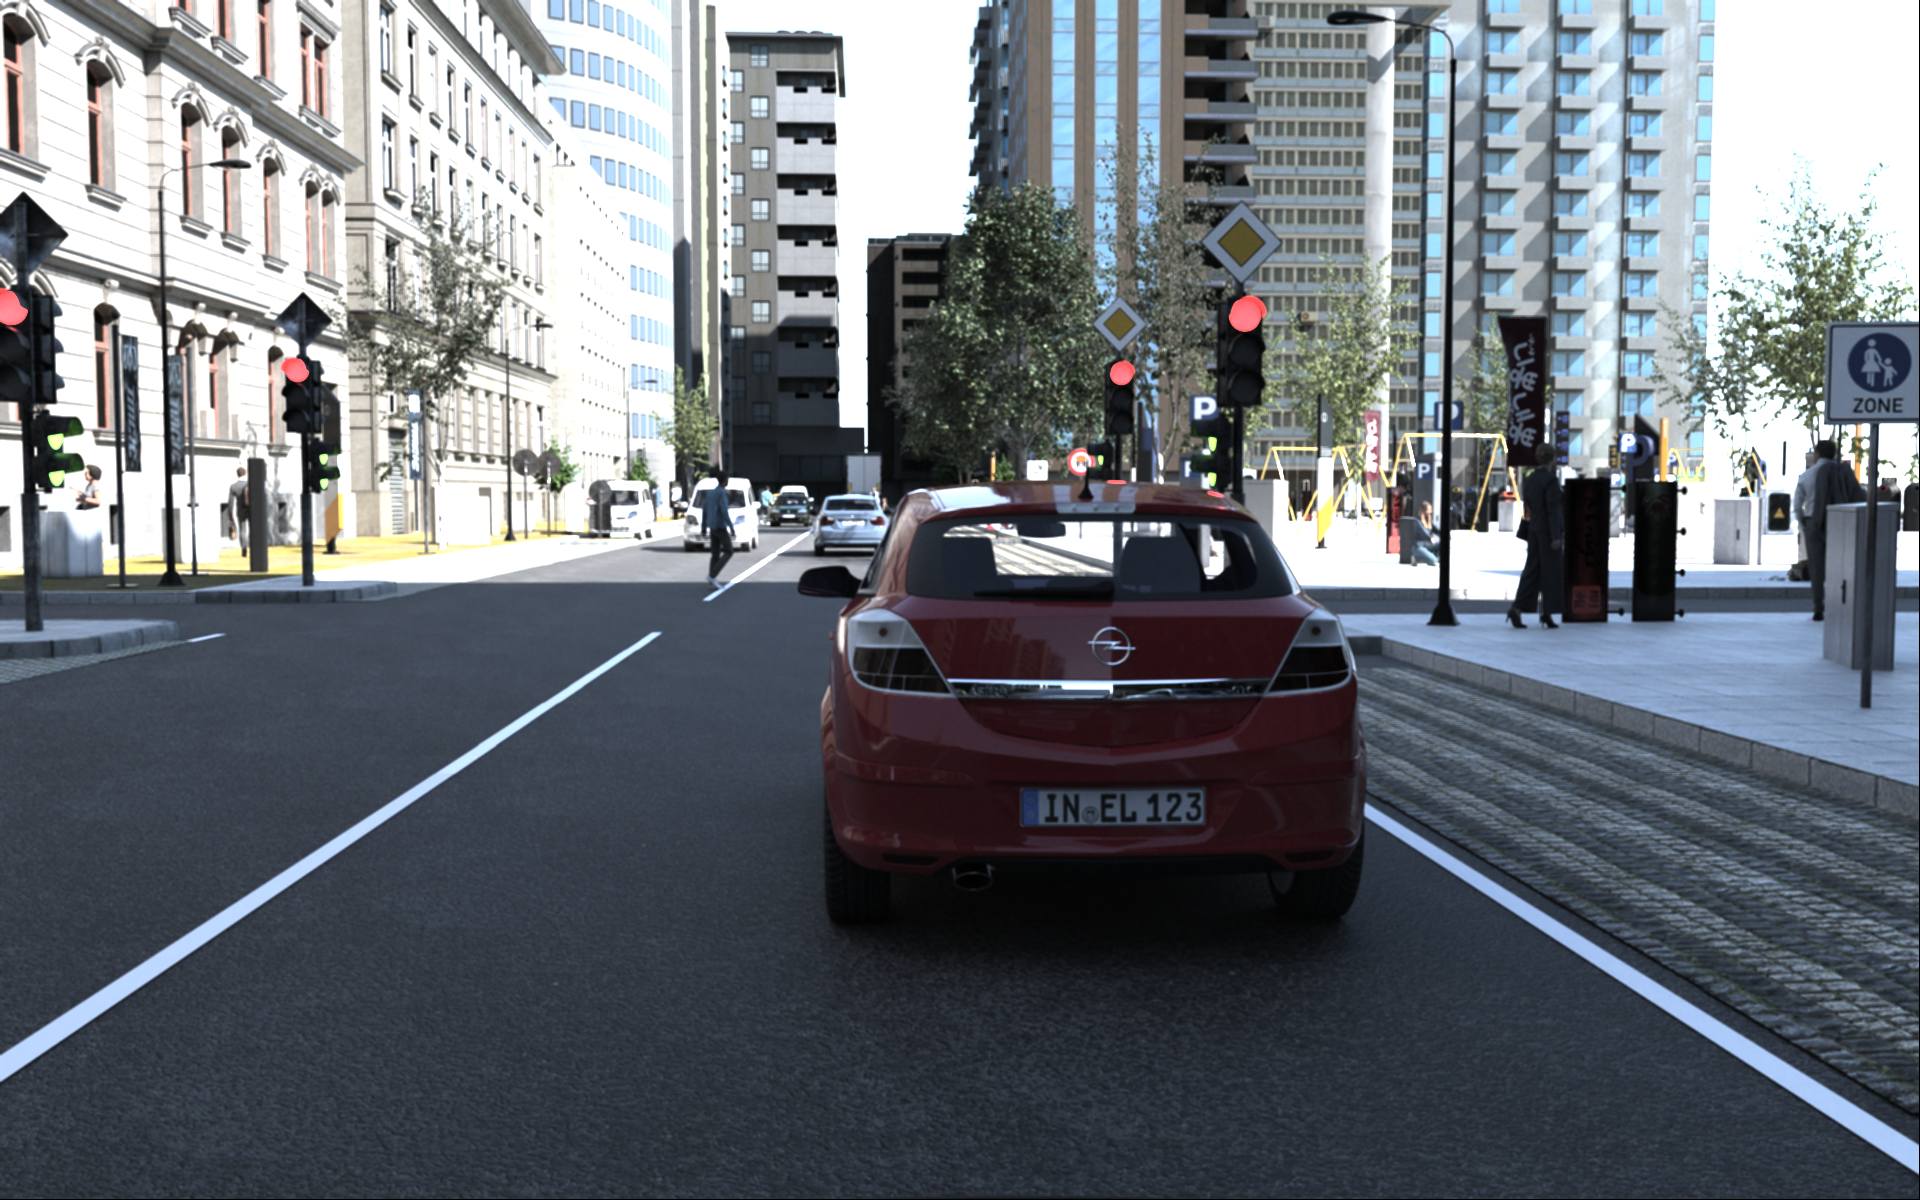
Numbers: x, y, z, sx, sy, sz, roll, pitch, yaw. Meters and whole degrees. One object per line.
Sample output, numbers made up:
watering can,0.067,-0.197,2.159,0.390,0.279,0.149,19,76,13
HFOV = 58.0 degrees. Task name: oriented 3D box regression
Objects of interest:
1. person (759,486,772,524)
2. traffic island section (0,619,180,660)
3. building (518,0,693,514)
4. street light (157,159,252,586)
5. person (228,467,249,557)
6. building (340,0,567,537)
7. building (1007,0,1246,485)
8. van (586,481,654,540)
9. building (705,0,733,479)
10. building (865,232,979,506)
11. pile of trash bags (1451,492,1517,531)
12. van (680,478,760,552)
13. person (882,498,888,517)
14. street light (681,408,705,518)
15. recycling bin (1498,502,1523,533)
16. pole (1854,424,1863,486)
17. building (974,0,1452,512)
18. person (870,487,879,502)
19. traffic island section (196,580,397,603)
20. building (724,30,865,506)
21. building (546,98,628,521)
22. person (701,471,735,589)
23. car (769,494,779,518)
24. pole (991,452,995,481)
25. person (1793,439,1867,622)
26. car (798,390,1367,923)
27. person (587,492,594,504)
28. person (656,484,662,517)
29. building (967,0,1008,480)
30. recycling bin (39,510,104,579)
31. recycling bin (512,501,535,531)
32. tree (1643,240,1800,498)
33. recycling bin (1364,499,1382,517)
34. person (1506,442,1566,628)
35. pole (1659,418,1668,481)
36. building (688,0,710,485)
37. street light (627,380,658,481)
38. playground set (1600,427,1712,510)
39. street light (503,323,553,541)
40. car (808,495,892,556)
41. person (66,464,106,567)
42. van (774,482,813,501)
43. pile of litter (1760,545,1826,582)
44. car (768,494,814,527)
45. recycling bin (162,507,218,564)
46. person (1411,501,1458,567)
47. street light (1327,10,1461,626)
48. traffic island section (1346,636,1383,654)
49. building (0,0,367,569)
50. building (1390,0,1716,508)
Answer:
person,-9.321,-4.542,82.786,0.660,1.820,0.620,1,4,13
traffic island section,-8.709,0.368,16.266,2.009,0.180,2.903,0,4,-3
building,-29.394,-34.827,111.424,21.231,58.520,28.212,0,4,-3
street light,-10.519,-3.155,24.131,1.470,5.913,1.316,0,4,-3
person,-14.539,-1.787,35.217,0.622,1.834,0.822,-2,4,-27
building,-25.262,-14.150,64.635,16.112,22.955,30.059,0,4,-3
building,10.548,-28.227,111.626,14.600,45.320,14.200,0,4,-3
van,-10.673,-2.913,54.638,2.013,2.044,4.112,0,4,-3
building,-32.569,-32.806,160.075,21.600,48.544,21.300,0,4,-3
building,-3.568,-25.816,193.789,14.107,30.474,14.160,0,4,-3
pile of trash bags,18.071,-3.154,61.315,3.447,1.369,1.912,-1,4,-10
van,-6.079,-2.275,44.211,2.013,2.044,4.112,0,4,-3
person,-3.506,-4.066,79.647,0.373,1.253,0.362,1,4,18
street light,-14.390,-7.385,93.277,1.470,5.913,1.316,0,4,-3
recycling bin,18.506,-2.776,57.934,0.722,1.027,0.722,-2,4,-31
pole,25.007,-3.330,48.281,0.158,3.312,0.155,0,3,0
building,17.504,-26.872,131.244,32.217,40.220,23.993,0,4,-3
person,-4.982,-5.590,99.775,0.514,1.842,0.818,-2,4,-32
traffic island section,-9.140,-0.120,24.239,2.009,0.180,2.903,0,4,-3
building,-24.696,-37.270,198.605,27.495,52.752,28.713,0,4,-3
building,-23.355,-14.288,88.364,10.420,20.320,16.860,0,4,-3
person,-3.642,-1.046,25.939,0.444,1.785,0.601,-2,4,-32
car,-10.829,-5.811,105.233,2.015,1.641,3.980,0,4,-4
pole,1.588,-5.525,84.177,0.158,3.312,0.155,0,3,0
person,8.686,-0.682,17.298,0.679,1.850,0.850,2,4,28
car,0.371,0.107,7.295,2.155,1.783,4.494,0,4,-2
person,-16.177,-4.261,76.541,0.643,1.720,0.563,3,5,40
person,-16.834,-5.526,96.424,0.581,1.822,0.654,-3,4,-36
building,12.217,-32.923,157.903,23.786,49.044,30.456,0,4,-3
recycling bin,-13.711,-0.859,26.601,0.722,1.027,0.722,1,4,19
recycling bin,-15.127,-2.890,59.812,0.722,1.027,0.722,0,4,-2
tree,22.008,-6.061,49.462,4.360,8.622,3.978,0,3,0
recycling bin,23.074,-5.150,96.754,0.722,1.027,0.722,-1,4,-12
person,5.549,-0.615,16.525,0.534,1.772,0.576,-3,4,-37
pole,18.957,-3.235,46.728,0.158,3.312,0.155,0,3,0
building,-27.113,-27.513,133.426,14.154,41.232,14.086,0,4,-3
street light,-12.965,-5.991,70.501,1.470,5.913,1.316,0,4,-3
playground set,28.137,-5.172,71.345,5.302,4.214,5.637,0,4,7
street light,-11.755,-4.566,47.192,1.470,5.913,1.316,0,4,-3
car,-2.609,-1.789,41.249,2.014,1.417,4.499,0,4,-5
person,-14.601,-1.378,28.935,0.716,1.782,0.532,3,5,44
van,-8.533,-5.002,88.790,2.013,2.044,4.112,0,4,-5
pile of litter,12.818,-0.713,25.630,1.176,0.858,1.719,-3,5,-41
car,-7.430,-4.080,76.499,2.009,1.686,4.222,0,4,-2
recycling bin,-14.341,-1.205,32.255,0.722,1.027,0.722,3,4,36
person,8.341,-1.157,30.455,1.012,1.151,0.738,-3,4,-38
street light,4.217,-2.709,16.830,1.470,5.913,1.316,0,4,-3
traffic island section,2.716,0.331,16.876,2.009,0.180,2.903,0,4,-3
building,-23.063,-15.315,37.787,14.401,28.519,23.554,0,4,-3
building,53.449,-33.243,163.127,30.456,49.044,23.786,0,4,-3
